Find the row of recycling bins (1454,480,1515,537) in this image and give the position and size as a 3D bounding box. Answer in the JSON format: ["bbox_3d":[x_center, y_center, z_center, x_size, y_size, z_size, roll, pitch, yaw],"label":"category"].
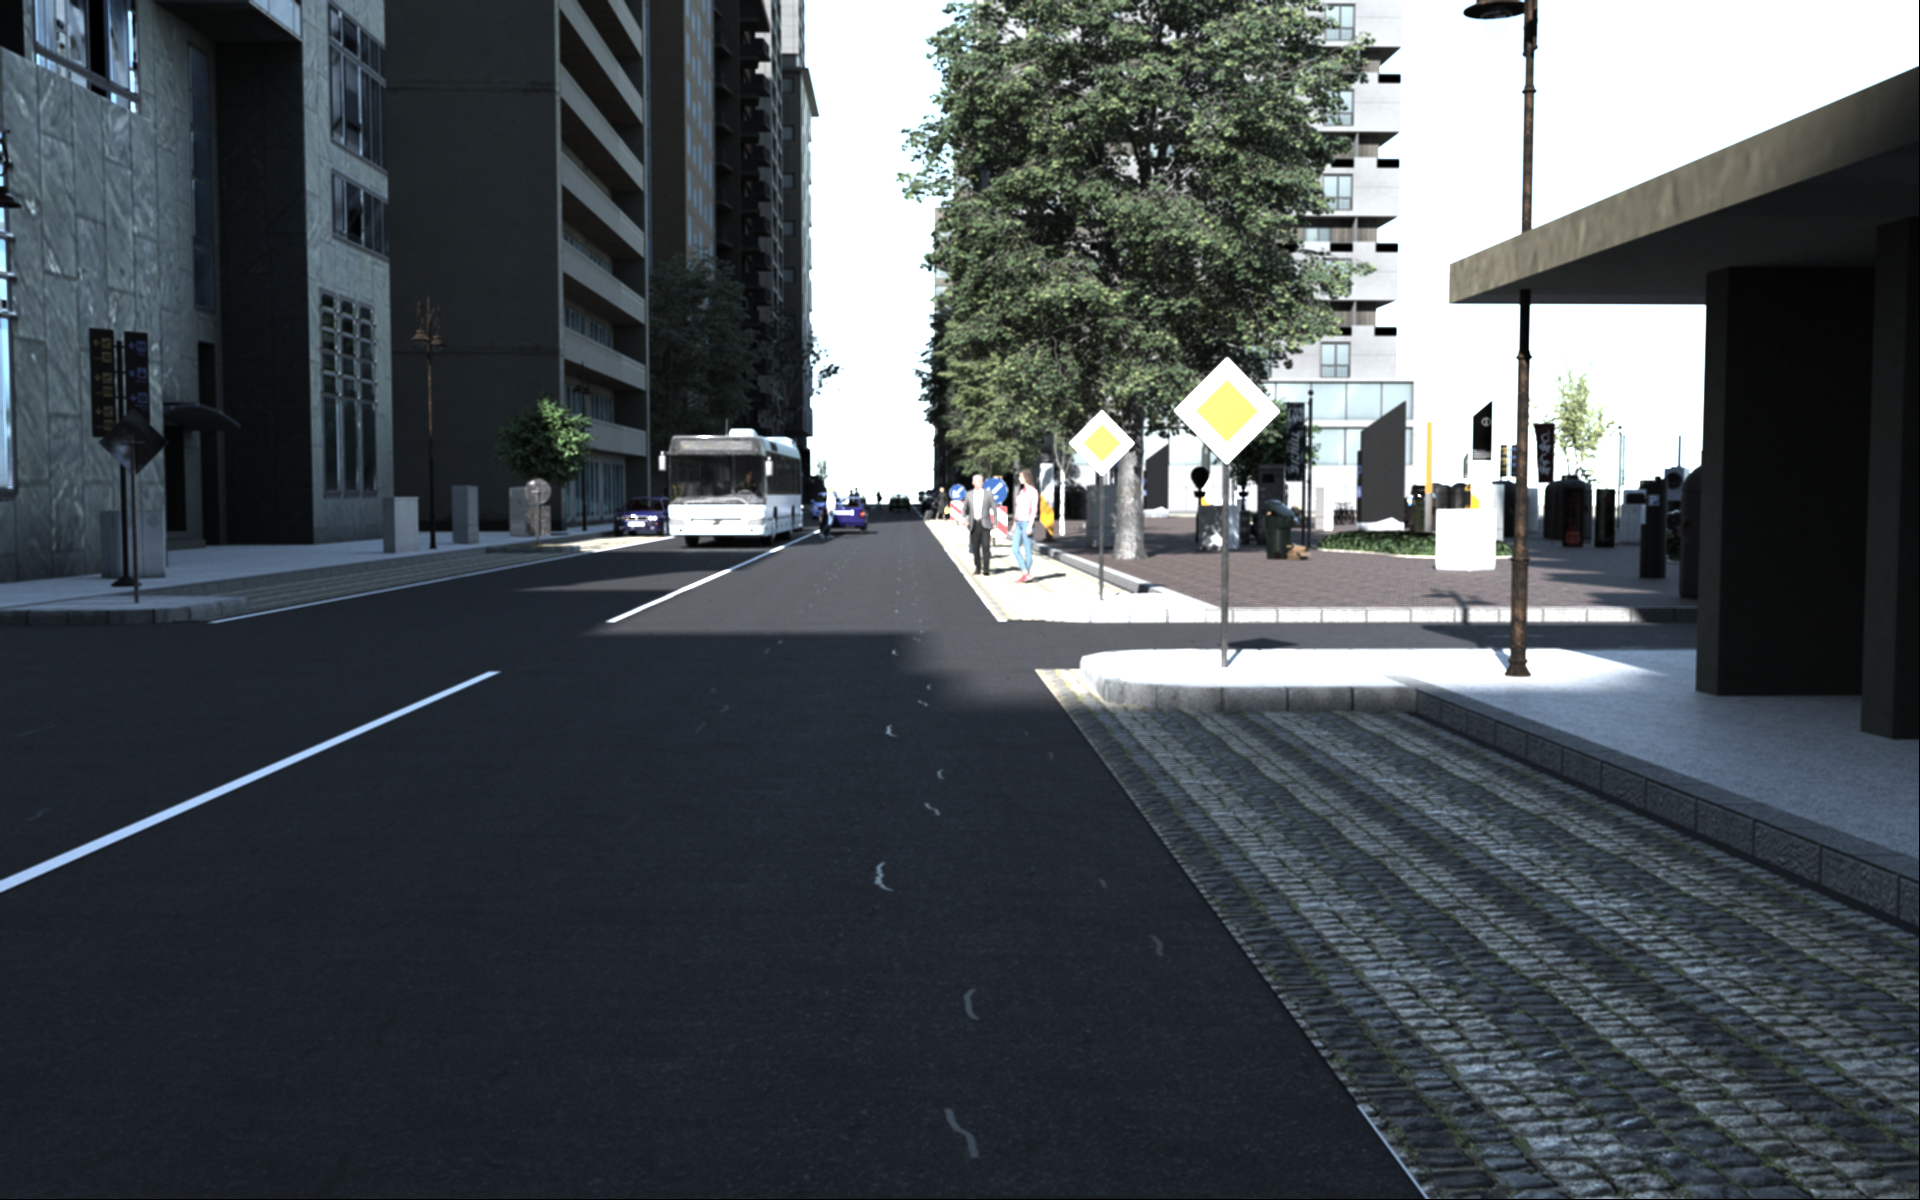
[{"bbox_3d":[16.441,-2.840,53.540,1.069,1.692,3.534,0,4,-1],"label":"row of recycling bins"}]

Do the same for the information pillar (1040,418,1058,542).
[{"bbox_3d":[2.370,-3.400,46.952,0.183,3.616,0.504,-3,4,-38],"label":"information pillar"}]

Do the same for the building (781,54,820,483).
[{"bbox_3d":[-32.018,-38.104,212.237,28.713,52.752,27.495,0,4,-2],"label":"building"}]

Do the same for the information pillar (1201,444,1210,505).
[{"bbox_3d":[10.236,-4.941,72.136,0.183,3.616,0.504,-2,4,-30],"label":"information pillar"}]

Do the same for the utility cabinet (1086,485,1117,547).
[{"bbox_3d":[3.610,-2.012,41.582,1.173,1.500,0.318,-2,4,-26],"label":"utility cabinet"}]

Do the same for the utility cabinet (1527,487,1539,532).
[{"bbox_3d":[19.137,-3.038,58.354,0.318,1.500,1.173,3,4,36],"label":"utility cabinet"}]

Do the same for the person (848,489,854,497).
[{"bbox_3d":[-7.089,-6.281,111.877,0.721,1.739,1.217,3,5,40],"label":"person"}]

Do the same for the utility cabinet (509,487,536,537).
[{"bbox_3d":[-13.140,-2.649,51.985,0.318,1.500,1.173,-3,5,-40],"label":"utility cabinet"}]

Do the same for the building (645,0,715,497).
[{"bbox_3d":[-22.188,-27.615,101.611,14.600,45.320,14.200,0,4,-2],"label":"building"}]

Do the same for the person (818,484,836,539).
[{"bbox_3d":[-4.265,-2.844,55.679,0.598,1.740,0.731,-1,4,-18],"label":"person"}]

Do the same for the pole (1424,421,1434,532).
[{"bbox_3d":[13.159,-3.348,48.588,0.158,3.312,0.155,0,3,0],"label":"pole"}]

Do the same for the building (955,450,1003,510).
[{"bbox_3d":[10.120,-43.283,145.922,20.563,71.187,20.611,0,4,-2],"label":"building"}]

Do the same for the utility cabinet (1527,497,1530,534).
[{"bbox_3d":[18.166,-2.737,55.916,0.306,1.237,1.020,0,4,8],"label":"utility cabinet"}]

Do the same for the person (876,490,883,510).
[{"bbox_3d":[-7.291,-9.101,157.169,0.599,1.838,0.709,3,5,43],"label":"person"}]

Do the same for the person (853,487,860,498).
[{"bbox_3d":[-5.675,-5.325,95.580,0.581,1.822,0.654,-3,5,-44],"label":"person"}]

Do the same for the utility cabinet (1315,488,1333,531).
[{"bbox_3d":[12.694,-3.158,60.314,0.318,1.500,1.173,0,4,-4],"label":"utility cabinet"}]

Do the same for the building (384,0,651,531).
[{"bbox_3d":[-24.685,-27.189,68.237,21.300,48.544,21.600,0,4,-2],"label":"building"}]

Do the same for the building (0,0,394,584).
[{"bbox_3d":[-25.249,-44.023,32.446,22.319,86.520,31.000,0,4,-2],"label":"building"}]

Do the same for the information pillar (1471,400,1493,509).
[{"bbox_3d":[12.950,-3.156,42.952,0.504,3.616,0.183,1,4,14],"label":"information pillar"}]

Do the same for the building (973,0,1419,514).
[{"bbox_3d":[14.813,-32.596,122.184,28.713,52.752,27.495,0,4,-2],"label":"building"}]

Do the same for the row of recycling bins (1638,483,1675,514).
[{"bbox_3d":[26.278,-3.425,63.106,1.069,1.692,3.534,-2,4,-34],"label":"row of recycling bins"}]

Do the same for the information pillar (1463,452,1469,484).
[{"bbox_3d":[27.882,-6.370,95.512,0.504,3.616,0.183,-3,5,-44],"label":"information pillar"}]

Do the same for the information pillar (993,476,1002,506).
[{"bbox_3d":[1.549,-4.106,71.619,0.304,2.012,0.304,-1,4,-16],"label":"information pillar"}]

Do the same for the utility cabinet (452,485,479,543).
[{"bbox_3d":[-12.858,-2.224,45.048,0.318,1.500,1.173,-2,4,-35],"label":"utility cabinet"}]

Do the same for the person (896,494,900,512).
[{"bbox_3d":[-4.901,-7.640,136.674,0.557,1.426,1.065,0,4,-7],"label":"person"}]

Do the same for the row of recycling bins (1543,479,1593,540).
[{"bbox_3d":[17.386,-2.605,49.700,1.069,1.692,3.534,1,4,10],"label":"row of recycling bins"}]

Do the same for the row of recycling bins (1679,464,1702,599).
[{"bbox_3d":[10.615,-0.843,20.894,3.534,1.692,1.069,1,4,16],"label":"row of recycling bins"}]

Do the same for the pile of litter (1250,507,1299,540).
[{"bbox_3d":[8.256,-2.081,47.982,1.176,0.858,1.719,-3,5,-43],"label":"pile of litter"}]

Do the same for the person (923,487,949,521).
[{"bbox_3d":[-1.220,-5.097,92.046,0.699,1.804,1.509,-3,5,-42],"label":"person"}]

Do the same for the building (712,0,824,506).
[{"bbox_3d":[-29.227,-48.799,236.121,20.563,71.187,20.611,0,4,-2],"label":"building"}]

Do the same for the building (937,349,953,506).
[{"bbox_3d":[11.047,-23.347,226.758,27.650,21.520,28.899,0,4,-2],"label":"building"}]

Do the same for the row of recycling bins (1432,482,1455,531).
[{"bbox_3d":[18.152,-3.314,61.296,3.534,1.692,1.069,0,4,-6],"label":"row of recycling bins"}]

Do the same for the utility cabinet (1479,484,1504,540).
[{"bbox_3d":[12.081,-1.879,39.405,0.318,1.500,1.173,2,4,30],"label":"utility cabinet"}]

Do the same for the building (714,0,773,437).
[{"bbox_3d":[-27.221,-29.910,143.655,22.147,44.769,28.867,0,4,-2],"label":"building"}]

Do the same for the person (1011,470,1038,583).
[{"bbox_3d":[1.018,-1.177,27.753,0.388,1.821,0.555,-3,5,-42],"label":"person"}]

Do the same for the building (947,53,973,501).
[{"bbox_3d":[6.276,-29.421,164.635,14.154,41.232,14.086,0,4,-2],"label":"building"}]

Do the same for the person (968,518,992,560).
[{"bbox_3d":[0.417,-1.754,37.595,0.576,1.772,0.534,1,4,19],"label":"person"}]

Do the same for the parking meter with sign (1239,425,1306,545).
[{"bbox_3d":[7.912,-2.925,44.092,1.738,3.016,0.543,1,4,12],"label":"parking meter with sign"}]

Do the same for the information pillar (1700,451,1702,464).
[{"bbox_3d":[12.656,-1.507,29.126,0.304,2.012,0.304,-1,4,-13],"label":"information pillar"}]

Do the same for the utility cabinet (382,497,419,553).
[{"bbox_3d":[-12.268,-1.641,37.990,0.306,1.237,1.020,1,4,13],"label":"utility cabinet"}]

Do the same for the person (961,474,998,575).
[{"bbox_3d":[0.345,-1.313,30.373,0.661,1.777,0.834,0,4,0],"label":"person"}]

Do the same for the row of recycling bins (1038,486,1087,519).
[{"bbox_3d":[5.335,-5.076,90.112,1.069,1.692,3.534,-3,4,-36],"label":"row of recycling bins"}]

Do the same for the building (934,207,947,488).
[{"bbox_3d":[3.224,-34.533,248.215,14.154,41.232,14.086,0,4,-2],"label":"building"}]
